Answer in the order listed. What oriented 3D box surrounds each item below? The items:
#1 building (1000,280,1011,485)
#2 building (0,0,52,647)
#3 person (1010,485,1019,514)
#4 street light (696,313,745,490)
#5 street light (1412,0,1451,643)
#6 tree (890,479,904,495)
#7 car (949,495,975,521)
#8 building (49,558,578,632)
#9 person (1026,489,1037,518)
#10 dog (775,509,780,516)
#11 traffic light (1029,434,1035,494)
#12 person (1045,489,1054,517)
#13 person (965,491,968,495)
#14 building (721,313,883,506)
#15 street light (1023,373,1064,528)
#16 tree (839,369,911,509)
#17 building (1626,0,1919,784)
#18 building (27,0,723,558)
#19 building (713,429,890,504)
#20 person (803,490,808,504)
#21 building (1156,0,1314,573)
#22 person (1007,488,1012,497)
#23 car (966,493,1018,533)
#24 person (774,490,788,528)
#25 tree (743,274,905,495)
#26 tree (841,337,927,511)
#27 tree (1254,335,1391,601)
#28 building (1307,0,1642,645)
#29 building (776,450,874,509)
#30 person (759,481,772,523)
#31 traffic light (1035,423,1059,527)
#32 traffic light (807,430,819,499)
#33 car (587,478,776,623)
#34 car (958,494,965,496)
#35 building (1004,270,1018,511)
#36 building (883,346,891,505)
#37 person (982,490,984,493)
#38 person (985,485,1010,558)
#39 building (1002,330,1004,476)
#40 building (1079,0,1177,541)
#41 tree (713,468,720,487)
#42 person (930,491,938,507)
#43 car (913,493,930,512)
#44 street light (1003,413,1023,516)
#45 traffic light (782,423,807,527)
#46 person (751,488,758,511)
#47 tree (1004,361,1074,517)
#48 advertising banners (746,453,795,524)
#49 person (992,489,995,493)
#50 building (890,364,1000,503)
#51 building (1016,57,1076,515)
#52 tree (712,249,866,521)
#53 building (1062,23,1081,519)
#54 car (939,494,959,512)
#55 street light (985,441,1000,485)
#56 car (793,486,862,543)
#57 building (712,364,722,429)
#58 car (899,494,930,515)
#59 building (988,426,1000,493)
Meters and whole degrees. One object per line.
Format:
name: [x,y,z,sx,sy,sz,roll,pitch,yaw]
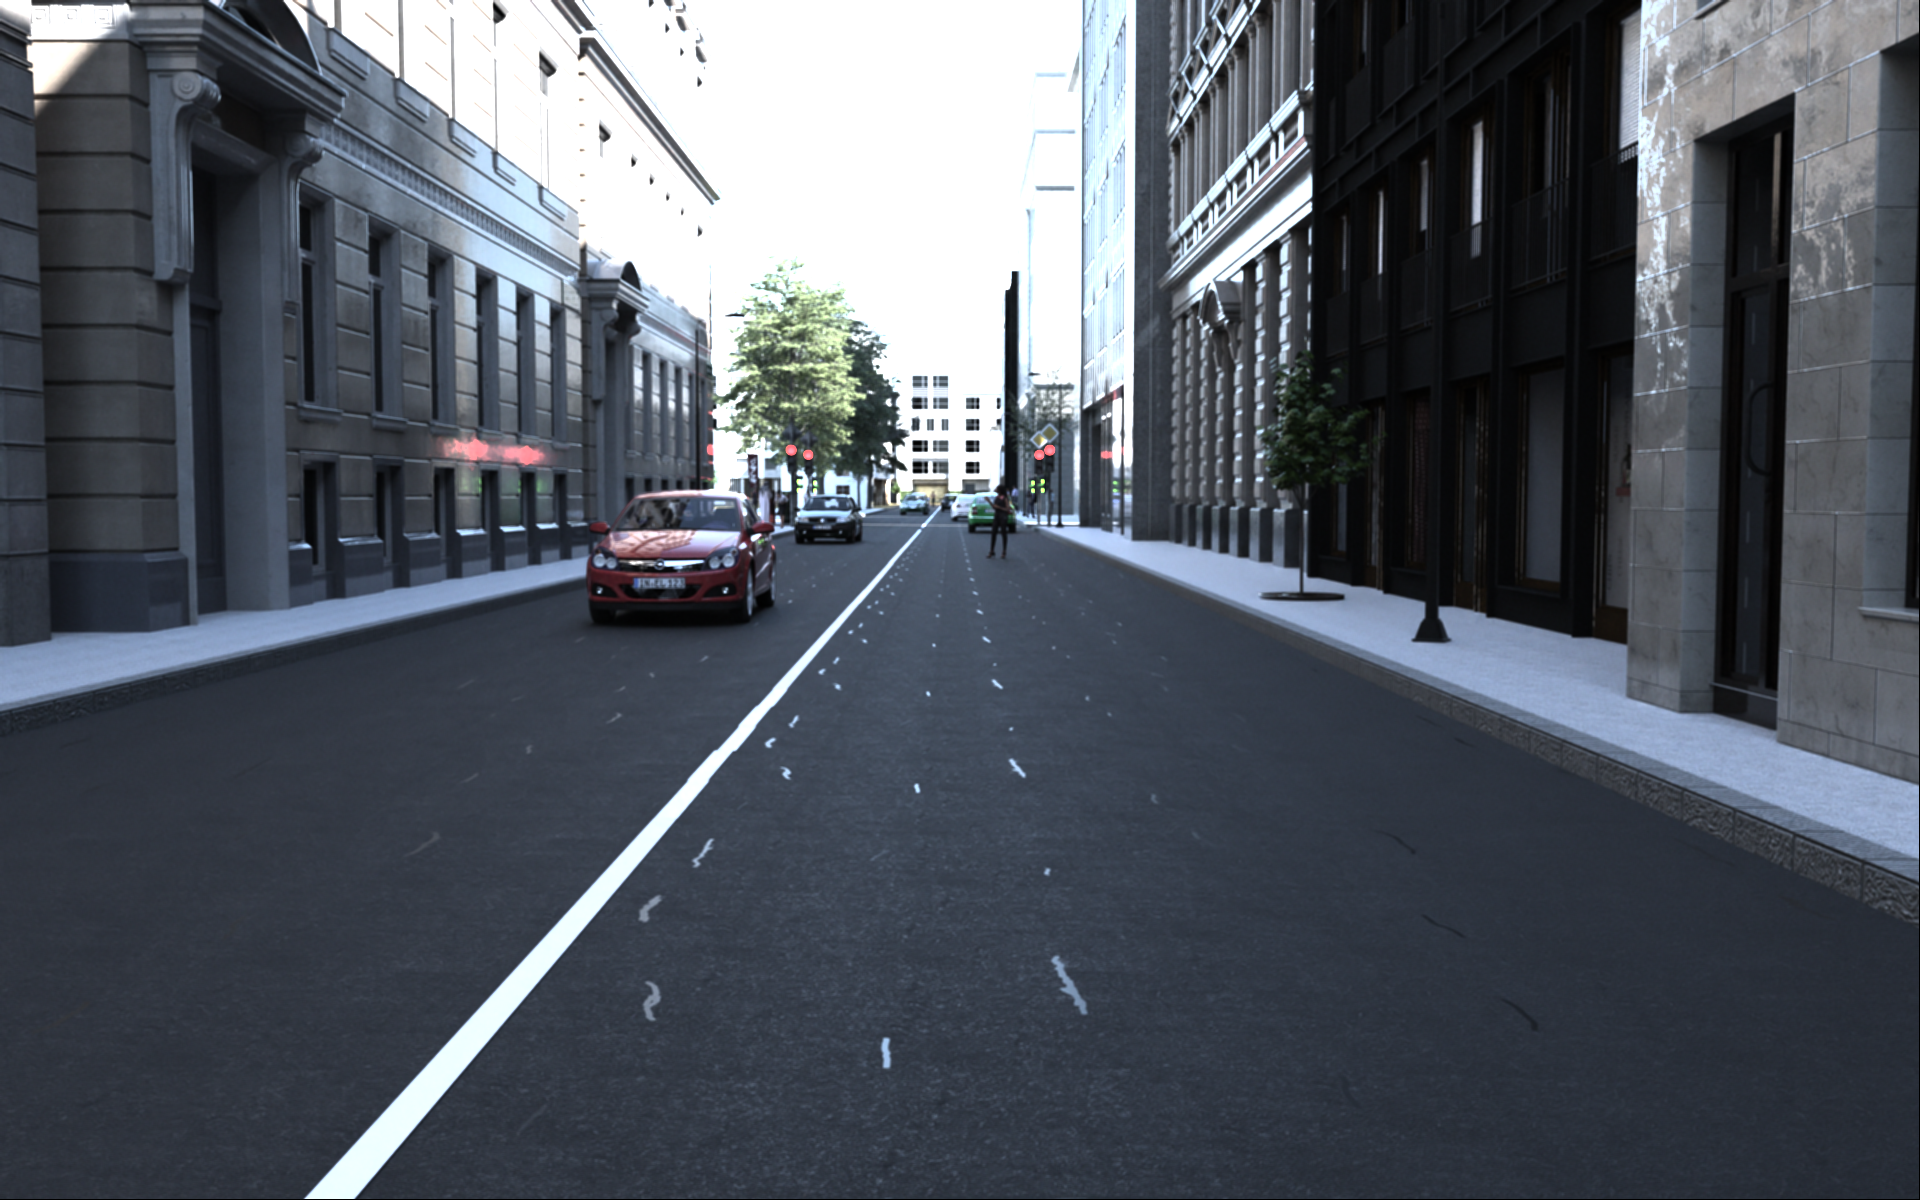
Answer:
building: [18.082,-20.643,181.493,27.936,21.610,32.646,0,4,0]
building: [-13.768,-9.857,2.960,13.314,21.916,24.055,0,4,0]
person: [3.491,-6.520,112.519,0.599,1.838,0.709,3,5,44]
street light: [-6.207,-4.404,44.543,1.470,5.913,1.316,0,4,0]
street light: [3.573,-2.593,14.939,1.470,5.913,1.316,0,4,0]
tree: [-8.061,-13.773,219.785,1.663,3.219,1.824,0,3,0]
car: [0.489,-4.913,92.688,2.083,1.381,4.827,0,4,-2]
building: [-13.772,-14.614,24.849,13.634,28.700,20.117,0,4,0]
person: [3.832,-5.211,92.062,0.655,1.722,0.431,-2,4,-35]
dog: [-10.965,-5.224,103.155,0.748,0.427,0.550,0,4,1]
traffic light: [3.416,-5.266,75.341,0.839,4.213,0.868,0,4,0]
person: [5.008,-5.398,96.509,0.499,1.552,0.429,0,4,2]
person: [0.693,-11.301,193.264,0.705,1.826,1.348,0,4,7]
building: [-16.718,-20.087,184.838,16.016,20.091,11.380,0,4,0]
street light: [3.287,-5.737,66.333,1.470,5.913,1.316,0,4,0]
tree: [-7.627,-13.706,146.145,6.751,12.117,7.091,0,3,0]
building: [9.440,-9.003,1.958,10.420,20.320,16.860,0,4,0]
building: [-14.035,-15.880,45.534,13.634,28.700,20.117,0,4,0]
building: [-23.081,-17.126,222.159,28.070,9.664,9.099,0,4,0]
person: [-10.390,-6.710,117.961,0.614,1.554,0.590,0,4,3]
building: [10.382,-12.670,36.037,11.050,23.489,19.941,0,4,0]
person: [3.588,-7.562,130.509,0.655,1.722,0.431,3,5,42]
car: [1.215,-3.476,65.636,1.959,1.807,4.718,0,4,1]
person: [-6.698,-3.380,64.489,0.628,1.438,0.799,-1,4,-19]
tree: [-7.958,-11.820,99.910,9.857,13.997,8.962,0,3,0]
tree: [-7.729,-13.529,131.576,12.009,13.543,11.850,0,3,0]
tree: [4.105,-1.620,21.082,1.663,3.219,1.824,0,3,0]
building: [11.547,-11.530,18.191,12.332,23.373,15.834,0,4,0]
building: [-12.678,-13.660,165.488,9.099,9.664,28.070,0,4,0]
person: [-6.853,-3.327,61.113,0.551,1.740,0.621,1,4,21]
traffic light: [3.454,-4.777,67.356,0.839,4.213,0.868,0,4,0]
traffic light: [-6.545,-5.262,75.277,0.839,4.213,0.868,0,4,0]
car: [-3.243,-0.711,20.662,2.155,1.783,4.494,0,4,-1]
car: [0.193,-12.273,212.663,2.014,1.417,4.499,0,4,0]
building: [10.022,-19.109,142.110,12.332,23.373,15.834,0,4,0]
building: [-16.171,-20.782,196.200,16.016,20.091,11.380,0,4,0]
person: [2.987,-13.320,223.826,0.705,1.823,1.348,-1,4,-8]
person: [0.826,-1.758,38.711,0.593,1.643,0.415,0,4,7]
building: [11.918,-18.504,158.956,16.016,20.091,11.380,0,4,0]
building: [10.660,-14.592,56.597,12.078,24.808,19.932,0,4,0]
tree: [-22.345,-10.093,148.735,4.285,4.588,4.351,0,3,0]
person: [-2.972,-11.416,195.854,1.217,1.736,0.721,3,4,37]
car: [-3.369,-8.001,140.412,1.945,1.707,3.694,0,4,1]
street light: [3.167,-7.745,99.174,1.470,5.913,1.316,0,4,0]
traffic light: [-6.507,-4.774,67.292,0.839,4.213,0.868,0,4,0]
person: [-11.612,-5.537,98.049,0.415,1.643,0.593,1,4,22]
tree: [4.586,-8.843,94.946,4.360,8.622,3.978,0,3,0]
advertising banners: [-8.146,-4.783,74.398,2.074,3.025,0.090,0,4,5]
person: [3.399,-10.136,171.855,1.350,1.814,0.705,0,4,-4]
building: [-8.281,-23.065,243.572,31.486,18.905,16.747,0,4,0]
building: [9.905,-20.880,118.888,11.434,29.767,29.804,0,4,0]
tree: [-8.038,-9.971,81.154,7.486,12.596,7.792,0,3,0]
building: [27.473,-18.743,82.857,44.131,29.872,17.030,0,4,0]
car: [-0.688,-8.094,142.127,2.009,1.686,4.222,0,4,0]
street light: [2.902,-10.883,150.484,1.470,5.913,1.316,0,4,0]
car: [-3.886,-2.553,51.529,2.009,1.686,4.222,0,4,2]
building: [-39.767,-23.063,243.535,31.486,18.905,16.747,0,4,0]
car: [-3.142,-6.597,119.663,2.131,1.459,4.920,0,4,1]
building: [8.305,-16.512,212.114,9.099,9.664,28.070,0,4,0]
